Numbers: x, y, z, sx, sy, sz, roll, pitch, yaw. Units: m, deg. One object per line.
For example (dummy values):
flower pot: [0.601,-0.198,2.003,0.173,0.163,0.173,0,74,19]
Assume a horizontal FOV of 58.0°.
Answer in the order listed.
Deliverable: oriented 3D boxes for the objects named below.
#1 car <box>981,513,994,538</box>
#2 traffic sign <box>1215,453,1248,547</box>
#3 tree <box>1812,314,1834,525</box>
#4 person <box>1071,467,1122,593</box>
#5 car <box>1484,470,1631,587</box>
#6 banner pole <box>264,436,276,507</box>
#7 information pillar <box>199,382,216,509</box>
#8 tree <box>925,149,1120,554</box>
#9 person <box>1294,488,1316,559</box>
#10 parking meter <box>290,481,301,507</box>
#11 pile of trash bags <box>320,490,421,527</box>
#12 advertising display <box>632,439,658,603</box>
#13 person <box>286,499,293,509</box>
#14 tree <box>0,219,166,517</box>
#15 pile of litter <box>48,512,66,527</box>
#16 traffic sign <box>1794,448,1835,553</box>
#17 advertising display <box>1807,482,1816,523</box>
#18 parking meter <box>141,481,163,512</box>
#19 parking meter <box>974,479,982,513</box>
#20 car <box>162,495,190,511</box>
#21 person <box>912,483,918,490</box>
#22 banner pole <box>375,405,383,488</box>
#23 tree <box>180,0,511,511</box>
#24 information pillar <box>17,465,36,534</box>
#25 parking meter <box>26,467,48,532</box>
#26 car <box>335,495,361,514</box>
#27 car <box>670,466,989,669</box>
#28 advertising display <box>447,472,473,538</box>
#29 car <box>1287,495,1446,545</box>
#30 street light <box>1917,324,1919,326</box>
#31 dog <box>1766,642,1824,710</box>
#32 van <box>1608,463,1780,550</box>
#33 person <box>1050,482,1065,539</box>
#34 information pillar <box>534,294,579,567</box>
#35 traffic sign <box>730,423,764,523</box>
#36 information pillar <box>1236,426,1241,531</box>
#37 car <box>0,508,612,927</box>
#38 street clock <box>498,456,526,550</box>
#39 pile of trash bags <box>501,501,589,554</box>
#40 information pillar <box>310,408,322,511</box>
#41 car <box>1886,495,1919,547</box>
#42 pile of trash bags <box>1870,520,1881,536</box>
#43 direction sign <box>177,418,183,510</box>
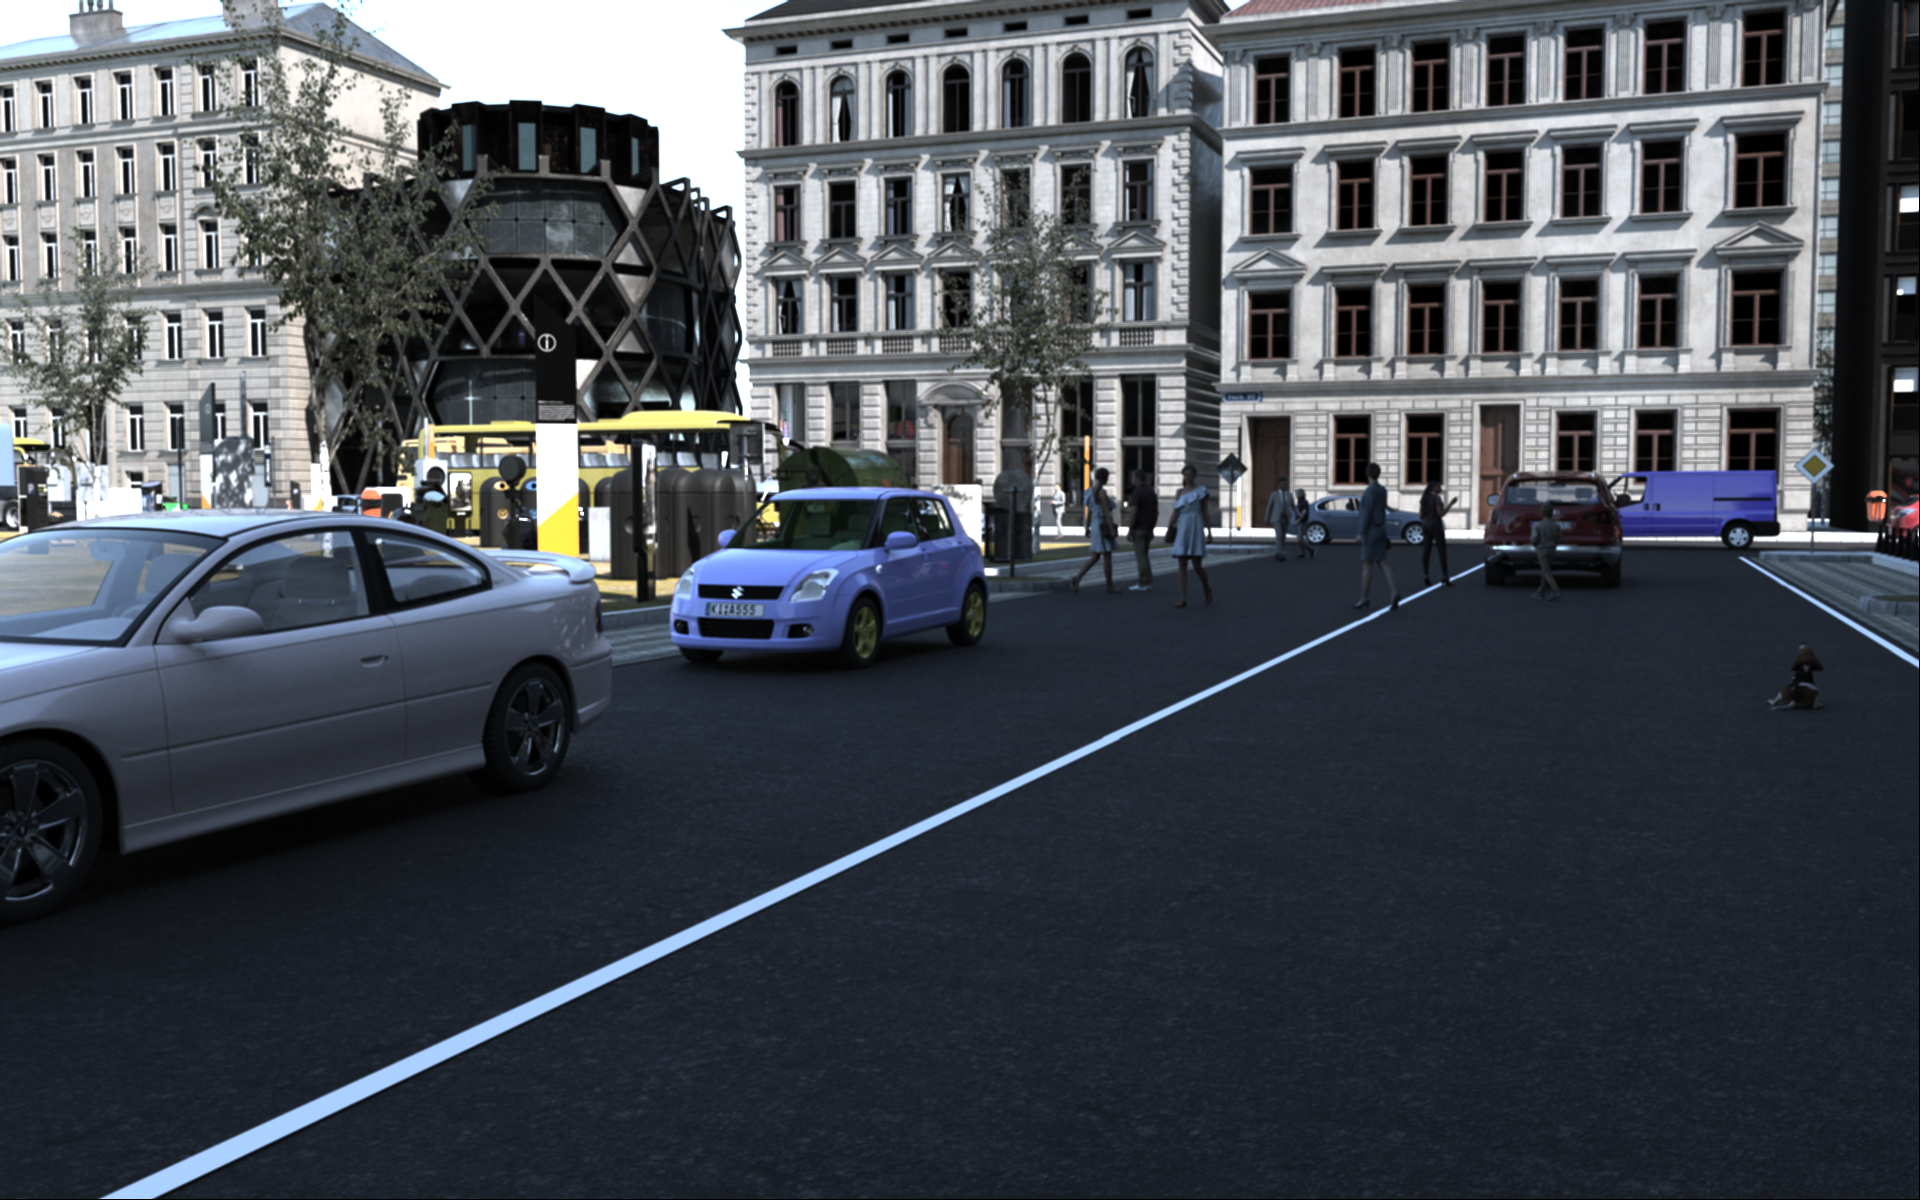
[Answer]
car: [-1.102,-2.628,54.964,4.499,1.417,2.014,1,4,23]
traffic sign: [6.582,-2.351,42.085,0.795,2.450,0.064,1,4,21]
tree: [35.951,-7.403,71.395,4.360,8.622,3.978,0,3,0]
person: [1.999,-0.993,24.835,0.778,1.811,0.616,-1,4,-20]
car: [9.802,-1.211,28.469,2.281,1.827,5.304,1,4,21]
banner pole: [-29.560,-5.153,74.266,0.401,3.779,0.863,1,4,16]
information pillar: [-15.801,-2.758,36.453,0.504,3.616,0.183,2,4,34]
tree: [1.533,-5.286,36.790,4.360,8.622,3.978,0,3,0]
person: [7.570,-1.675,38.088,0.471,1.553,0.569,2,4,29]
parking meter: [-29.888,-4.418,77.940,0.399,1.863,0.255,-2,4,-31]
pile of trash bags: [-11.207,-1.422,33.000,1.912,1.369,3.447,-1,4,-20]
advertising display: [-3.780,-0.954,20.820,0.123,1.923,0.974,0,4,1]
person: [-22.676,-2.772,58.498,0.373,1.253,0.362,0,4,-7]
tree: [-23.227,-5.852,46.037,4.360,8.622,3.978,0,3,0]
pile of litter: [-22.140,-1.741,42.433,1.719,0.858,1.176,-1,4,-16]
traffic sign: [18.452,-2.068,37.455,0.795,2.450,0.064,1,4,21]
advertising display: [37.719,-4.416,77.421,0.974,1.923,0.123,3,4,37]
parking meter: [-15.580,-1.529,33.414,0.372,1.533,0.369,0,3,0]
parking meter: [0.695,-3.712,66.397,0.255,1.863,0.399,1,4,17]
car: [-33.258,-3.730,69.781,4.718,1.807,1.959,1,4,20]
person: [-1.289,-2.511,50.267,0.576,1.737,0.504,3,5,45]
banner pole: [-16.321,-3.592,48.741,0.401,3.779,0.863,-2,4,-27]
tree: [-8.990,-4.563,24.962,4.360,8.622,3.978,0,3,0]
information pillar: [-23.597,-2.406,43.838,0.304,2.012,0.304,1,4,10]
parking meter: [-19.620,-1.904,36.839,0.399,1.863,0.255,2,4,27]
car: [-23.760,-3.351,66.793,4.499,1.417,2.014,1,4,21]
car: [-1.105,-0.362,15.516,1.945,1.707,3.694,1,4,23]
advertising display: [-14.618,-2.776,50.606,0.123,1.923,0.974,2,4,24]
car: [11.588,-2.299,49.596,4.499,1.417,2.014,1,4,20]
street light: [20.045,-3.849,35.715,0.468,5.910,1.993,1,4,21]
dog: [5.649,0.514,11.793,0.748,0.427,0.550,-1,4,-20]
van: [18.688,-2.520,45.587,5.245,2.365,2.240,1,4,22]
person: [3.052,-2.832,55.002,0.583,1.804,0.606,-2,4,-32]
information pillar: [-4.783,-1.782,20.490,0.504,3.616,0.183,-1,4,-14]
traffic sign: [-3.105,-1.408,25.154,0.606,2.300,0.079,2,4,30]
information pillar: [9.662,-4.193,59.907,0.183,3.616,0.504,1,4,9]
car: [-3.394,0.301,7.444,2.083,1.381,4.827,1,4,22]
street clock: [-8.432,-1.719,32.677,0.471,2.002,0.358,1,4,21]
pile of trash bags: [-8.782,-1.656,36.830,1.912,1.369,3.447,-1,4,-16]
information pillar: [-17.644,-3.434,47.498,0.183,3.616,0.504,0,4,3]
car: [26.081,-2.138,44.002,4.494,1.783,2.155,1,4,21]
pile of trash bags: [29.894,-2.691,53.748,3.447,1.369,1.912,0,4,4]
direction sign: [-23.319,-3.658,51.807,0.379,3.537,0.876,-2,4,-28]
